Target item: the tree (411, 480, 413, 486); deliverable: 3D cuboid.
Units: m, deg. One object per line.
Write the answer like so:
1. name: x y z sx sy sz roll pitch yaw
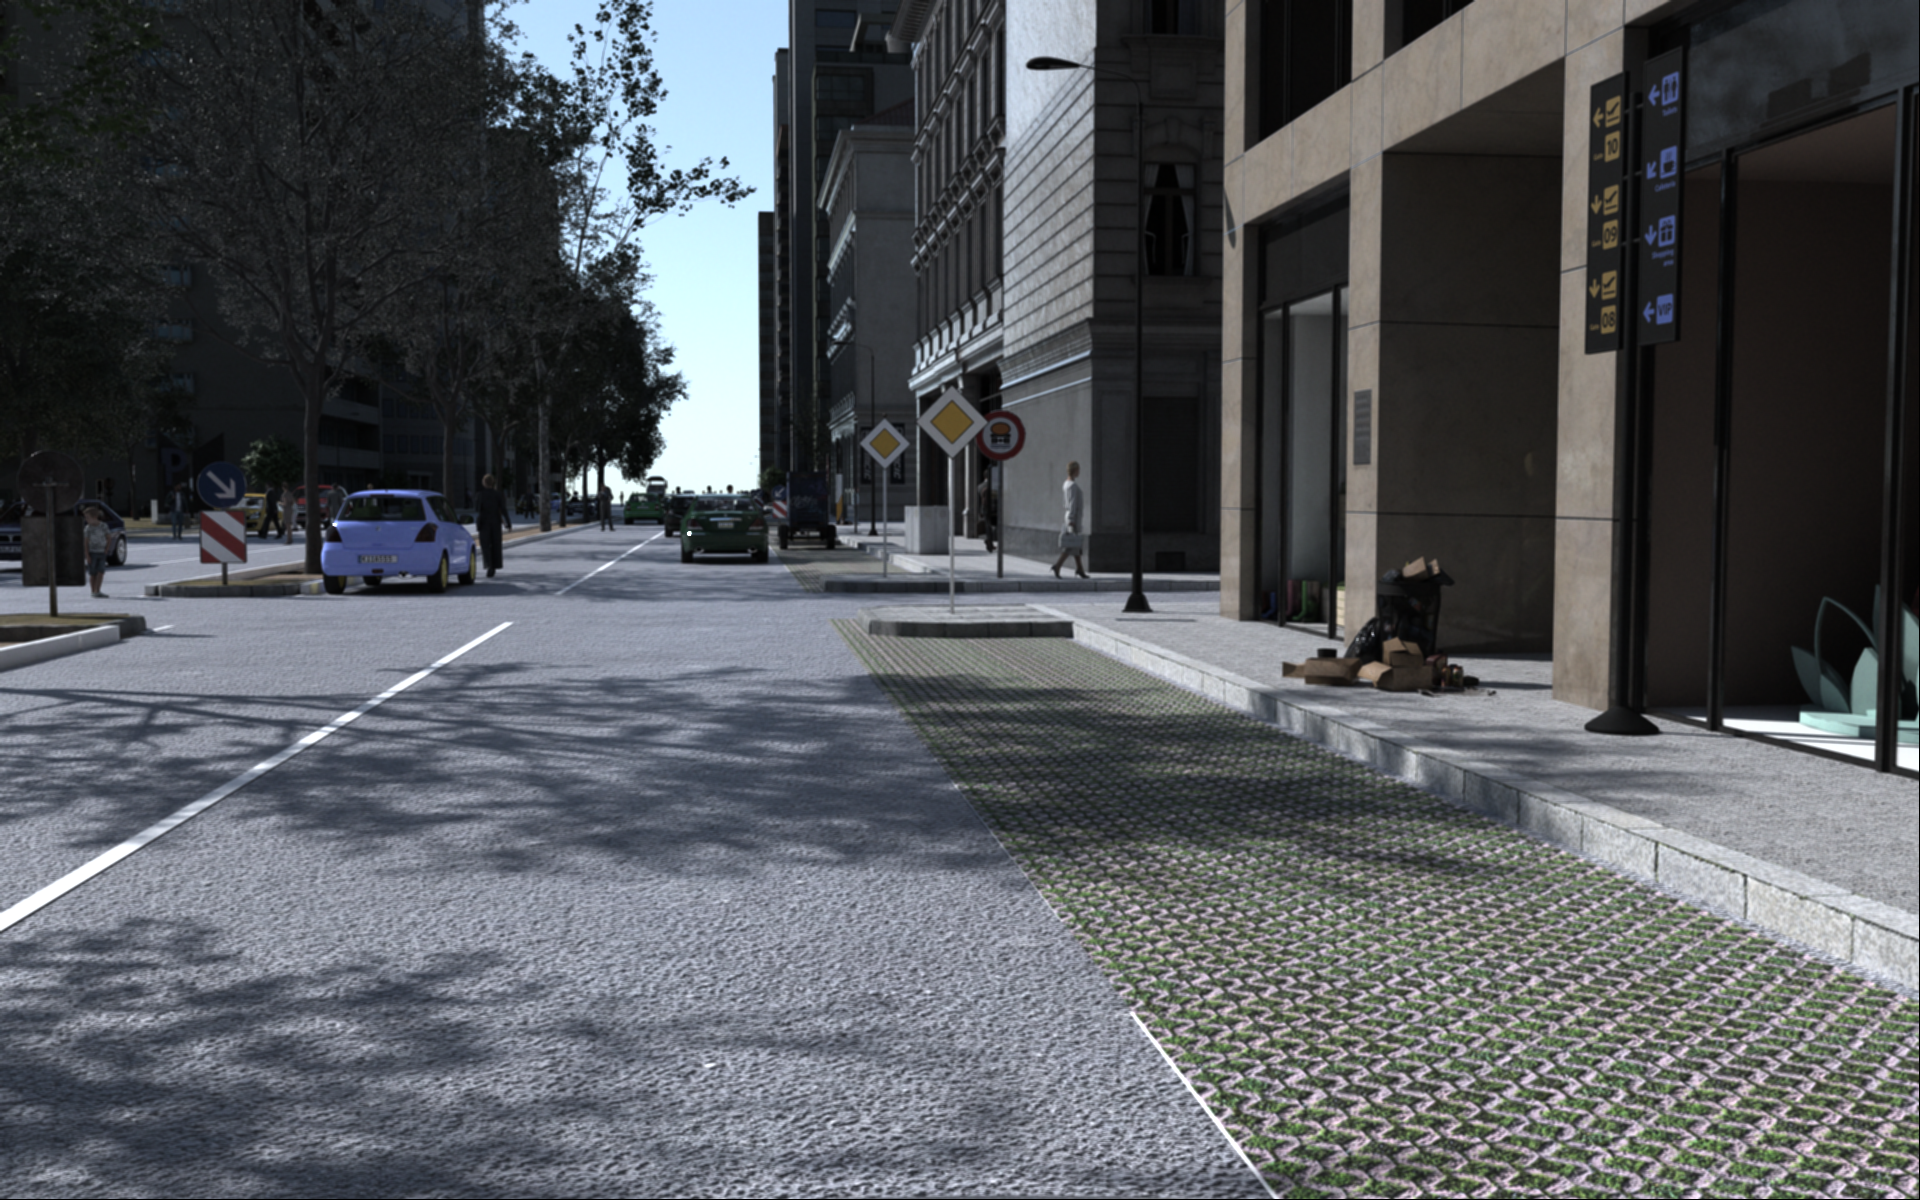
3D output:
1. tree: -38.249 -7.586 118.625 1.663 3.219 1.824 0 3 0

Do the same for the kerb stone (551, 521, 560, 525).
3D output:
1. kerb stone: -19.071 -3.640 81.722 0.120 0.150 1.000 0 4 -8

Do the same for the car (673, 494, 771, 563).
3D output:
1. car: -5.129 -1.572 37.504 2.131 1.459 4.920 -1 4 -9

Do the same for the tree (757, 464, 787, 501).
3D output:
1. tree: -19.815 -12.297 184.762 4.285 4.588 4.351 0 3 0

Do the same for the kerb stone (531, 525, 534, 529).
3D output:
1. kerb stone: -17.574 -2.953 70.541 0.120 0.150 1.000 0 4 -8

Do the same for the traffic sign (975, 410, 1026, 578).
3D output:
1. traffic sign: 0.613 -1.604 26.335 0.768 2.556 0.104 0 4 0

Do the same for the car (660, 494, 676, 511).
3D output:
1. car: -21.739 -7.283 130.882 2.131 1.459 4.920 -1 4 -8

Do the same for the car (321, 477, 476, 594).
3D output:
1. car: -8.427 -1.019 26.260 1.945 1.707 3.694 0 4 -6

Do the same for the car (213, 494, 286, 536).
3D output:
1. car: -24.553 -3.032 59.801 2.015 1.641 3.980 0 4 -8

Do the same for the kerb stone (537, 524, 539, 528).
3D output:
1. kerb stone: -17.846 -3.081 72.570 0.120 0.150 1.000 0 4 -8

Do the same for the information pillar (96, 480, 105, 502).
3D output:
1. information pillar: -44.126 -5.165 88.944 0.304 2.012 0.304 -1 4 -15

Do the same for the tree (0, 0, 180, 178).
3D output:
1. tree: -9.068 -5.206 13.334 9.928 11.665 9.643 0 3 0

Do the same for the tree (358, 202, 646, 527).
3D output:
1. tree: -14.504 -7.149 53.757 8.767 10.594 7.601 0 4 -8

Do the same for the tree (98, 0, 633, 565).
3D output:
1. tree: -12.792 -7.963 43.023 12.009 13.543 11.850 0 3 0

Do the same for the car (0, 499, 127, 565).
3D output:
1. car: -17.538 -1.275 33.423 1.945 1.354 3.894 0 4 -7

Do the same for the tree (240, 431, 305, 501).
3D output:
1. tree: -35.367 -6.472 89.536 4.285 4.588 4.351 0 3 0

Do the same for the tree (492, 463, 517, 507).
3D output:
1. tree: -46.266 -11.650 174.191 4.285 4.588 4.351 0 3 0

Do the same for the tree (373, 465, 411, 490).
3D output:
1. tree: -37.433 -7.279 113.614 1.663 3.219 1.824 0 3 0

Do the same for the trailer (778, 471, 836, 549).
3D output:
1. trailer: -4.064 -2.359 45.625 1.471 1.999 3.904 0 4 -7

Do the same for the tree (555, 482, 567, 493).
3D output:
1. tree: -53.676 -14.657 234.234 1.663 3.219 1.824 0 3 0

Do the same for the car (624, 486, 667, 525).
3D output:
1. car: -14.927 -4.484 82.103 1.959 1.807 4.718 0 4 -7

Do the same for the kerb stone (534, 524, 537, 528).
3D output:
1. kerb stone: -17.704 -3.019 71.555 0.120 0.150 1.000 0 4 -8

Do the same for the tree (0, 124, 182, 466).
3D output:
1. tree: -30.963 -9.201 57.100 9.857 13.997 8.962 0 3 0

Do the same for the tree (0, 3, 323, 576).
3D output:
1. tree: -11.554 -7.203 30.592 12.009 13.543 11.850 0 3 0

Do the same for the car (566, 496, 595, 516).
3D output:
1. car: -25.309 -6.303 115.627 1.945 1.354 3.894 -1 4 -9

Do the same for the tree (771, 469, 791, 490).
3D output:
1. tree: -15.620 -9.541 150.598 1.663 3.219 1.824 0 3 0

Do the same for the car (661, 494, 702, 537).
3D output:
1. car: -9.136 -2.994 58.740 2.009 1.686 4.222 -1 4 -9

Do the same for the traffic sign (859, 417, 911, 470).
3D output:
1. traffic sign: -1.123 -1.481 26.404 0.795 2.593 0.064 0 4 -8

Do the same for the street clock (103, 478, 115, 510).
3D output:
1. street clock: -37.991 -4.452 77.355 0.471 2.002 0.358 -2 4 -29

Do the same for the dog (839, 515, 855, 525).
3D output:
1. dog: -4.630 -3.256 70.972 0.748 0.427 0.550 1 4 22

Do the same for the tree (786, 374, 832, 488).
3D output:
1. tree: -8.878 -9.501 105.707 4.360 8.622 3.978 0 3 0

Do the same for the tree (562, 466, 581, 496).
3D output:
1. tree: -56.498 -18.472 252.373 4.737 8.622 4.395 0 3 0

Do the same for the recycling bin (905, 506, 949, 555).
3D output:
1. recycling bin: -0.704 -1.484 36.825 0.722 1.027 0.722 -2 4 -31

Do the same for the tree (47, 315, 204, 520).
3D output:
1. tree: -40.550 -9.164 84.246 7.601 10.594 8.767 0 4 0

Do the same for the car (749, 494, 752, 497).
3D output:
1. car: -27.727 -13.155 224.682 1.945 1.707 3.694 -1 4 -9

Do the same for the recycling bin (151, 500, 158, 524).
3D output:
1. recycling bin: -34.769 -3.852 75.534 0.722 1.027 0.722 3 5 43

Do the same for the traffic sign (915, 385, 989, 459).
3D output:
1. traffic sign: -0.064 -0.997 18.489 0.795 2.593 0.064 0 4 -8

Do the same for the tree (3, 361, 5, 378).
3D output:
1. tree: -35.140 -7.147 67.219 4.360 8.622 3.978 0 3 0

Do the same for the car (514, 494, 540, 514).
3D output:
1. car: -30.778 -6.954 123.918 2.015 1.641 3.980 0 4 -8

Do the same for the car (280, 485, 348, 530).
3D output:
1. car: -26.490 -3.834 71.360 2.281 1.827 5.304 0 4 -7

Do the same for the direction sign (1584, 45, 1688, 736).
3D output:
1. direction sign: 3.581 -1.056 9.270 0.379 3.537 0.876 -1 4 -10

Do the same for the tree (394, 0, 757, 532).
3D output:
1. tree: -14.256 -12.564 63.775 12.611 20.169 13.585 0 3 0

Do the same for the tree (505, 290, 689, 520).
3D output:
1. tree: -19.648 -10.707 94.522 9.611 12.733 9.660 0 3 0

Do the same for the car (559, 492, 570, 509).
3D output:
1. car: -39.409 -9.877 170.289 1.959 1.807 4.718 0 4 -7

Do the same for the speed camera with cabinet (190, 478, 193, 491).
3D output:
1. speed camera with cabinet: -42.946 -6.224 96.100 0.660 3.252 2.038 2 4 33

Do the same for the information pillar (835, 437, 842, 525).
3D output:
1. information pillar: -5.015 -4.926 71.894 0.183 3.616 0.504 1 4 17

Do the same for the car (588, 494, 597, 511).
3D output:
1. car: -27.534 -7.186 129.497 2.014 1.417 4.499 -1 4 -8

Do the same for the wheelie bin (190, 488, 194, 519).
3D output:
1. wheelie bin: -39.970 -4.993 89.544 0.980 1.594 0.693 1 4 16

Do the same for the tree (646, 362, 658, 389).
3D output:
1. tree: -17.102 -8.385 73.965 8.767 10.594 7.601 0 4 -8

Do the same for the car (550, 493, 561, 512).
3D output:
1. car: -32.719 -7.880 138.424 1.945 1.707 3.694 0 4 -7
